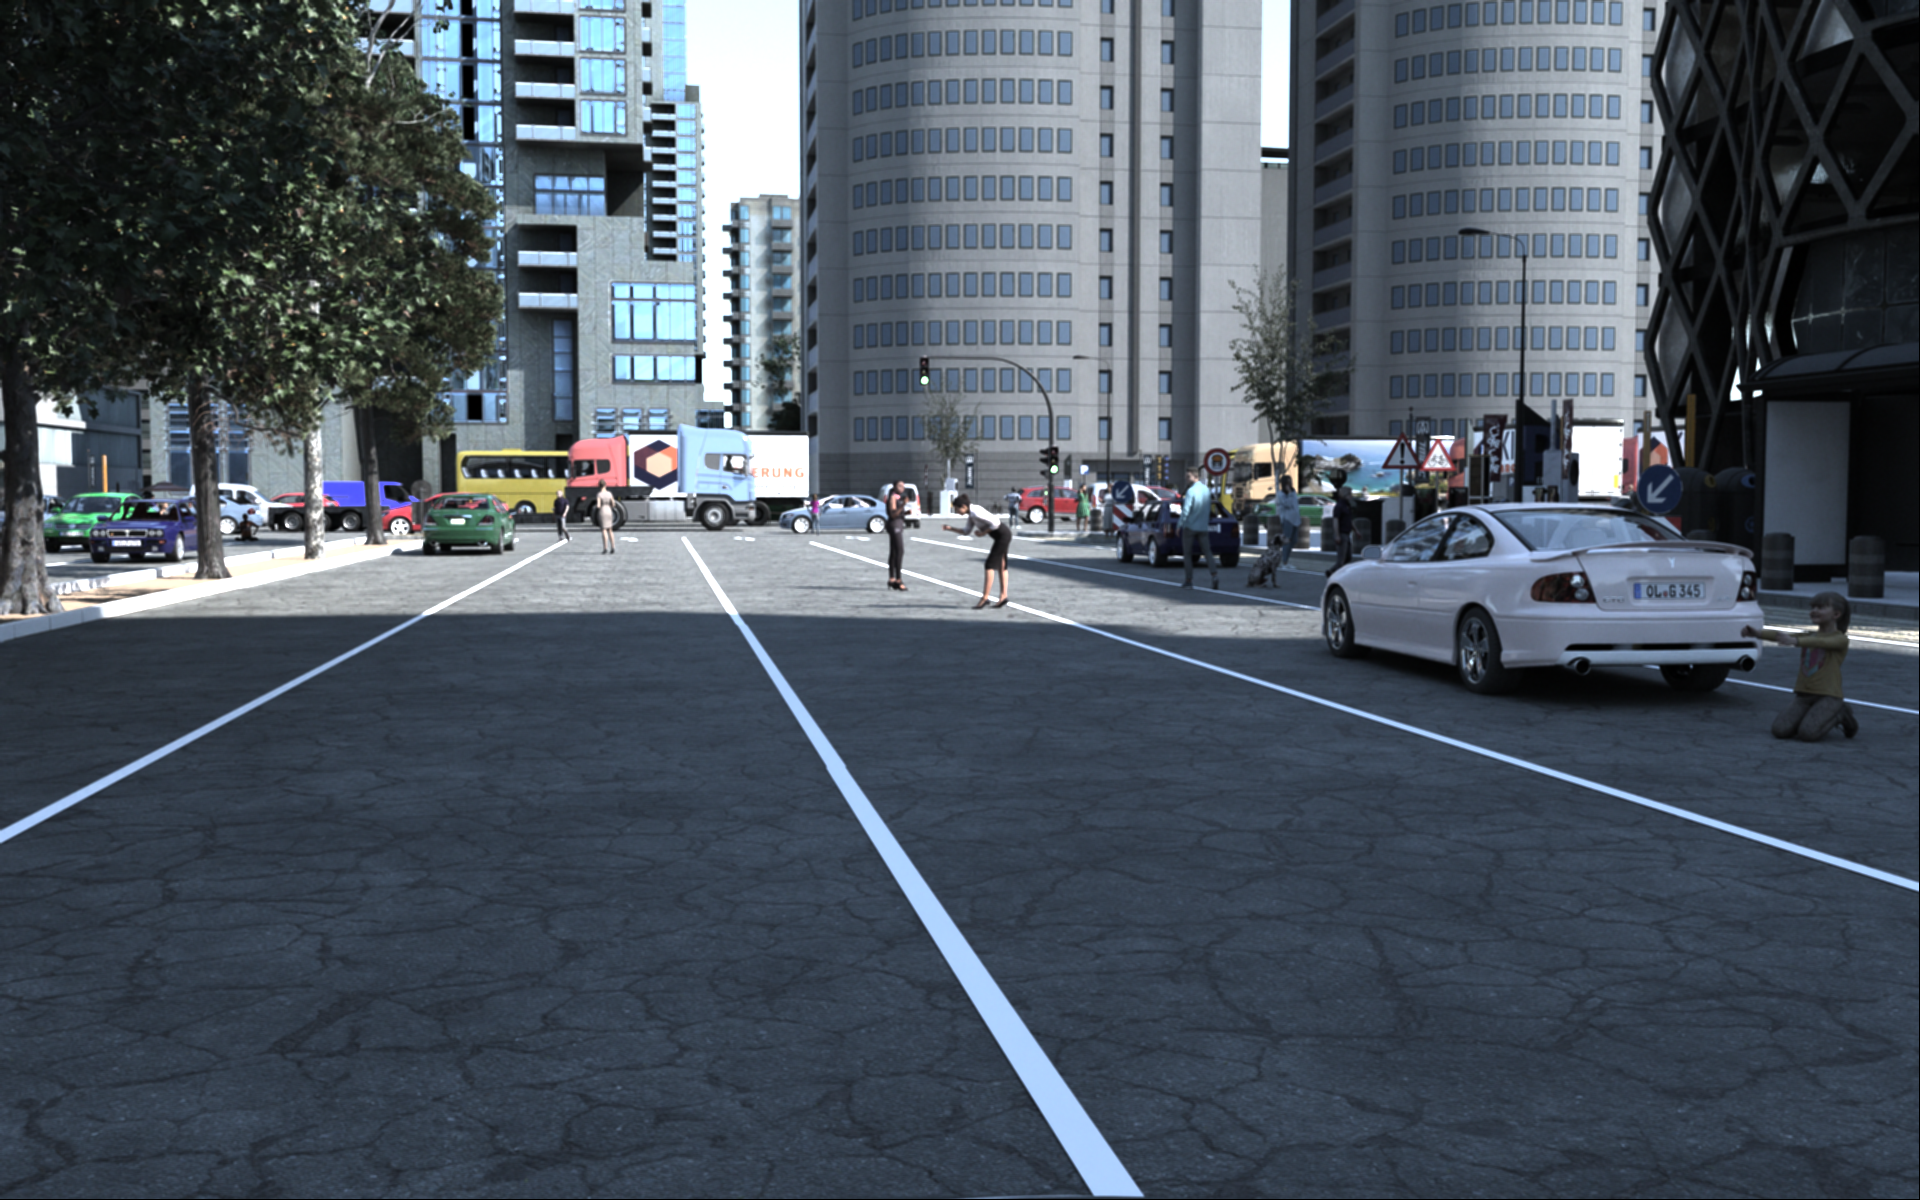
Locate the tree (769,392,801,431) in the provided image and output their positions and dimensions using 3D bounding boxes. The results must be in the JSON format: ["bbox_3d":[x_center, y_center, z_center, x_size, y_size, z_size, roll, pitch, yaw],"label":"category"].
[{"bbox_3d":[-15.482,-15.528,175.937,6.751,12.117,7.091,0,3,0],"label":"tree"}]

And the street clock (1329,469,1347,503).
[{"bbox_3d":[10.839,-2.761,49.704,0.358,2.002,0.471,-3,5,-39],"label":"street clock"}]

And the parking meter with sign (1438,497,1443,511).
[{"bbox_3d":[28.785,-6.620,104.505,0.543,3.016,1.738,3,5,40],"label":"parking meter with sign"}]

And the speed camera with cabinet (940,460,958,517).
[{"bbox_3d":[-0.629,-6.429,99.453,0.660,3.252,2.038,1,4,13],"label":"speed camera with cabinet"}]

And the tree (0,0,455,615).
[{"bbox_3d":[-11.264,-6.183,20.563,9.611,12.733,9.660,0,3,0],"label":"tree"}]

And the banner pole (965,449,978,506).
[{"bbox_3d":[0.697,-6.461,95.654,0.863,3.779,0.401,0,4,-5],"label":"banner pole"}]

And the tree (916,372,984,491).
[{"bbox_3d":[-0.703,-9.504,105.760,4.360,8.622,3.978,0,3,0],"label":"tree"}]

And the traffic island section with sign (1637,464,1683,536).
[{"bbox_3d":[9.087,-0.930,23.827,1.989,1.847,2.006,-1,4,-10],"label":"traffic island section with sign"}]

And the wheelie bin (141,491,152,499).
[{"bbox_3d":[-51.232,-6.202,109.307,0.693,1.594,0.980,0,4,-5],"label":"wheelie bin"}]

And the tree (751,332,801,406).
[{"bbox_3d":[-13.288,-18.785,163.027,12.611,20.169,13.585,0,3,0],"label":"tree"}]

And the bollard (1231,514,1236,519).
[{"bbox_3d":[7.042,-1.877,45.412,0.404,0.777,0.398,0,3,0],"label":"bollard"}]

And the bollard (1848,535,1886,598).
[{"bbox_3d":[11.254,-0.415,21.497,0.404,0.777,0.398,0,3,0],"label":"bollard"}]

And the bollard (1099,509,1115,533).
[{"bbox_3d":[4.941,-2.607,57.341,0.404,0.777,0.398,0,3,0],"label":"bollard"}]

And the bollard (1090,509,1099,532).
[{"bbox_3d":[4.640,-2.711,59.042,0.404,0.777,0.398,0,3,0],"label":"bollard"}]

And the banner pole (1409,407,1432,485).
[{"bbox_3d":[13.057,-3.635,49.454,0.401,3.779,0.863,-3,5,-45],"label":"banner pole"}]

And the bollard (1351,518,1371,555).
[{"bbox_3d":[8.544,-1.356,36.889,0.404,0.777,0.398,0,3,0],"label":"bollard"}]

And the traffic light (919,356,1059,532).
[{"bbox_3d":[0.980,-5.061,57.420,4.771,5.953,1.251,-1,4,-10],"label":"traffic light"}]

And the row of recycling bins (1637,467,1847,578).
[{"bbox_3d":[12.371,-1.198,26.696,3.534,1.692,1.069,-1,4,-10],"label":"row of recycling bins"}]

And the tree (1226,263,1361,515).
[{"bbox_3d":[10.248,-6.401,55.016,4.360,8.622,3.978,0,3,0],"label":"tree"}]

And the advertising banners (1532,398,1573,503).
[{"bbox_3d":[11.204,-2.237,32.758,0.090,3.025,2.074,0,4,1],"label":"advertising banners"}]

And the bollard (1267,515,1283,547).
[{"bbox_3d":[7.644,-1.669,42.004,0.404,0.777,0.398,0,3,0],"label":"bollard"}]

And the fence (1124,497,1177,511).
[{"bbox_3d":[6.367,-2.866,58.067,2.264,1.192,0.480,3,5,41],"label":"fence"}]

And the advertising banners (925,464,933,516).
[{"bbox_3d":[-1.821,-6.397,100.783,0.090,3.025,2.074,-1,4,-11],"label":"advertising banners"}]

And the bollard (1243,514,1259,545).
[{"bbox_3d":[7.343,-1.773,43.706,0.404,0.777,0.398,0,3,0],"label":"bollard"}]

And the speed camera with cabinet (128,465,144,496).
[{"bbox_3d":[-55.769,-7.537,117.571,0.660,3.252,2.038,0,4,-3],"label":"speed camera with cabinet"}]

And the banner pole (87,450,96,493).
[{"bbox_3d":[-48.766,-6.559,97.250,0.863,3.779,0.401,2,4,34],"label":"banner pole"}]

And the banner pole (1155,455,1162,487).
[{"bbox_3d":[12.602,-7.359,110.333,0.401,3.779,0.863,-2,4,-29],"label":"banner pole"}]

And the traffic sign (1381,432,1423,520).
[{"bbox_3d":[9.314,-2.236,36.559,0.884,2.594,0.081,0,4,-4],"label":"traffic sign"}]

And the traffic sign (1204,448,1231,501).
[{"bbox_3d":[7.131,-2.937,48.131,0.768,2.556,0.104,0,4,-4],"label":"traffic sign"}]

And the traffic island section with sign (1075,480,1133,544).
[{"bbox_3d":[4.415,-2.553,50.376,1.989,1.847,2.006,-1,4,-10],"label":"traffic island section with sign"}]

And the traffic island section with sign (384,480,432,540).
[{"bbox_3d":[-17.101,-2.851,54.746,2.006,1.907,1.989,-1,4,-10],"label":"traffic island section with sign"}]

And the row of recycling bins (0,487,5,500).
[{"bbox_3d":[-52.969,-5.371,94.934,1.069,1.692,3.534,0,4,-2],"label":"row of recycling bins"}]

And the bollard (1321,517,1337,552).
[{"bbox_3d":[8.244,-1.460,38.591,0.404,0.777,0.398,0,3,0],"label":"bollard"}]

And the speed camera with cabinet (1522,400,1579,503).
[{"bbox_3d":[12.159,-2.530,35.694,0.660,3.252,2.038,3,4,38],"label":"speed camera with cabinet"}]

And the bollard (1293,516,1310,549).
[{"bbox_3d":[7.941,-1.565,40.303,0.404,0.777,0.398,0,3,0],"label":"bollard"}]

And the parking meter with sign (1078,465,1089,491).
[{"bbox_3d":[7.467,-6.681,105.499,0.543,3.016,1.738,0,4,-3],"label":"parking meter with sign"}]

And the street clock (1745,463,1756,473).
[{"bbox_3d":[18.507,-2.202,40.570,0.358,2.002,0.471,1,4,15],"label":"street clock"}]

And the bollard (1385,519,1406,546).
[{"bbox_3d":[8.845,-1.252,35.181,0.404,0.777,0.398,0,3,0],"label":"bollard"}]

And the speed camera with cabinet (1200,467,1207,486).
[{"bbox_3d":[14.616,-6.821,105.854,2.038,3.252,0.660,-3,5,-39],"label":"speed camera with cabinet"}]

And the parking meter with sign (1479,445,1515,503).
[{"bbox_3d":[18.987,-3.929,60.495,0.543,3.016,1.738,-2,4,-34],"label":"parking meter with sign"}]

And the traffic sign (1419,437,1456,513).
[{"bbox_3d":[10.950,-2.433,39.776,0.884,2.594,0.081,0,4,-6],"label":"traffic sign"}]

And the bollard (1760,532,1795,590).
[{"bbox_3d":[10.955,-0.519,23.207,0.404,0.777,0.398,0,3,0],"label":"bollard"}]

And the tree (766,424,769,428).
[{"bbox_3d":[-19.429,-17.024,200.394,6.751,12.117,7.091,0,3,0],"label":"tree"}]

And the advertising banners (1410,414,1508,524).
[{"bbox_3d":[10.976,-2.564,38.107,2.074,3.025,0.090,0,4,3],"label":"advertising banners"}]

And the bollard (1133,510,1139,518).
[{"bbox_3d":[5.541,-2.398,53.924,0.404,0.777,0.398,0,3,0],"label":"bollard"}]

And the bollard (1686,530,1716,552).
[{"bbox_3d":[10.653,-0.623,24.907,0.404,0.777,0.398,0,3,0],"label":"bollard"}]

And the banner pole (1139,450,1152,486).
[{"bbox_3d":[10.386,-6.575,97.517,0.863,3.779,0.401,0,4,3],"label":"banner pole"}]
